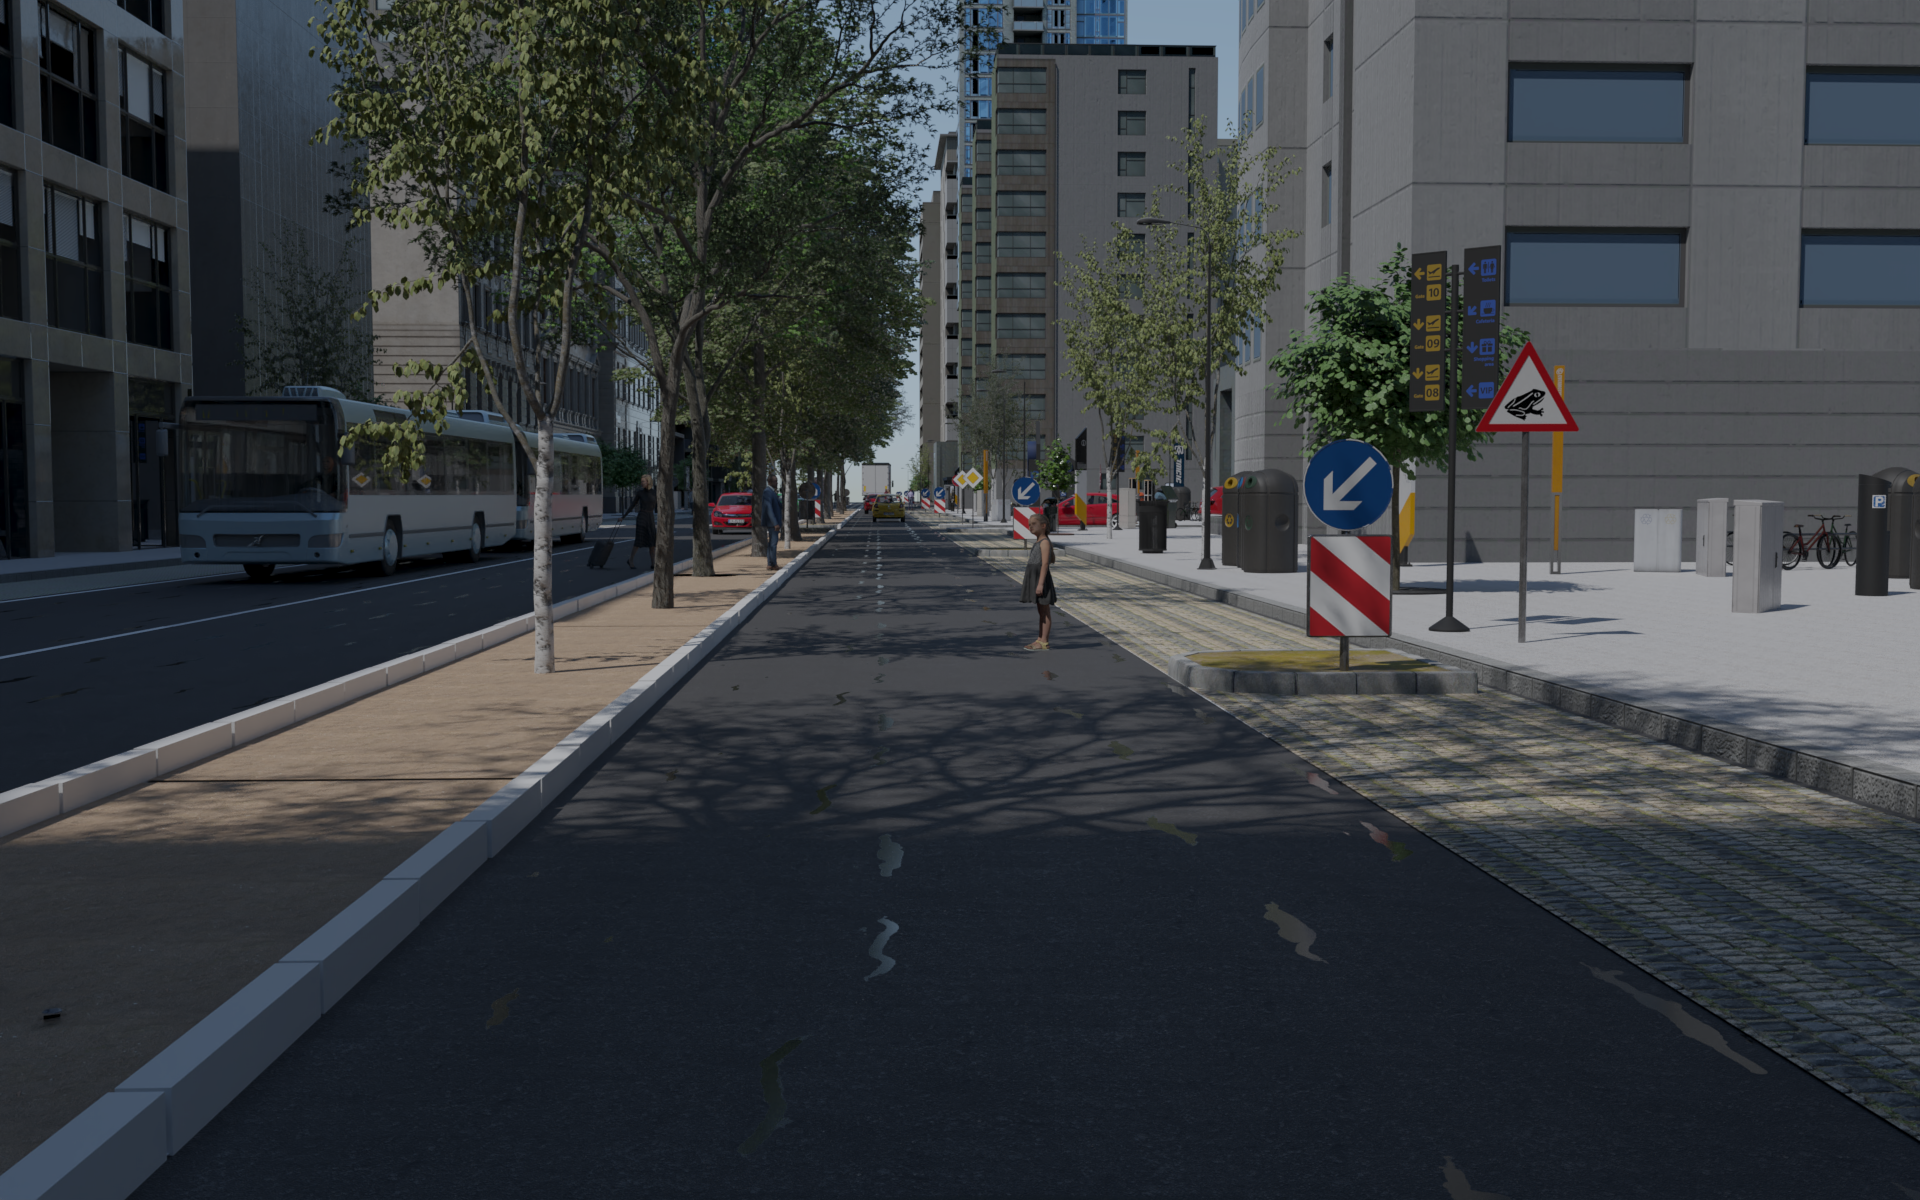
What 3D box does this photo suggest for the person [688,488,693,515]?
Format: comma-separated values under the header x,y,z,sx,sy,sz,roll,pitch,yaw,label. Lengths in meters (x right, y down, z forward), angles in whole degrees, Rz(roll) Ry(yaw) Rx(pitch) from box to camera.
x,y,z,sx,sy,sz,roll,pitch,yaw,label
-17.976,-6.627,116.689,0.795,1.843,0.661,3,4,38,person

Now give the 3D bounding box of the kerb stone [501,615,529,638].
x,y,z,sx,sy,sz,roll,pitch,yaw,label
-4.525,0.291,17.437,0.120,0.150,1.000,0,4,-3,kerb stone

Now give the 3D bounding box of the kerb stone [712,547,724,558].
x,y,z,sx,sy,sz,roll,pitch,yaw,label
-5.601,-1.084,39.980,0.120,0.150,1.000,0,4,-3,kerb stone

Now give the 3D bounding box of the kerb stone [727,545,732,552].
x,y,z,sx,sy,sz,roll,pitch,yaw,label
-5.701,-1.202,42.037,0.120,0.150,1.000,0,4,-3,kerb stone

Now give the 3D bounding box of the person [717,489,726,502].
x,y,z,sx,sy,sz,roll,pitch,yaw,label
-15.767,-6.497,115.077,0.716,1.782,0.532,-2,4,-26,person

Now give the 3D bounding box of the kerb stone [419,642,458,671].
x,y,z,sx,sy,sz,roll,pitch,yaw,label
-4.370,0.483,14.361,0.120,0.150,1.000,0,4,-3,kerb stone

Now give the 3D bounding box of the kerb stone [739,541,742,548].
x,y,z,sx,sy,sz,roll,pitch,yaw,label
-5.847,-1.399,45.120,0.120,0.150,1.000,0,4,-3,kerb stone

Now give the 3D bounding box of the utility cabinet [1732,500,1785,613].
x,y,z,sx,sy,sz,roll,pitch,yaw,label
8.781,-0.482,19.039,0.306,1.237,1.020,3,4,38,utility cabinet

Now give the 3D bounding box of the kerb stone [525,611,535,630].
x,y,z,sx,sy,sz,roll,pitch,yaw,label
-4.570,0.228,18.466,0.120,0.150,1.000,0,4,-3,kerb stone

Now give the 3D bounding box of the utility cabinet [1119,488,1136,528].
x,y,z,sx,sy,sz,roll,pitch,yaw,label
6.223,-3.401,64.277,0.318,1.500,1.173,-1,4,-11,utility cabinet

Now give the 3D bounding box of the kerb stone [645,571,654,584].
x,y,z,sx,sy,sz,roll,pitch,yaw,label
-5.017,-0.336,27.685,0.120,0.150,1.000,0,4,-3,kerb stone

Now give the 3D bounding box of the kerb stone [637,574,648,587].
x,y,z,sx,sy,sz,roll,pitch,yaw,label
-4.963,-0.270,26.657,0.120,0.150,1.000,0,4,-3,kerb stone

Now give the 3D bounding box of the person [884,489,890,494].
x,y,z,sx,sy,sz,roll,pitch,yaw,label
-5.456,-7.441,130.140,0.580,1.828,0.573,1,4,21,person

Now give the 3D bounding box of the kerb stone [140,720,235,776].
x,y,z,sx,sy,sz,roll,pitch,yaw,label
-4.128,0.793,9.229,0.120,0.150,1.000,0,4,-3,kerb stone

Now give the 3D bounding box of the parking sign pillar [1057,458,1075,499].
x,y,z,sx,sy,sz,roll,pitch,yaw,label
5.789,-6.595,96.306,1.447,3.967,1.447,1,4,21,parking sign pillar

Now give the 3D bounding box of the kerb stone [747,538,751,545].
x,y,z,sx,sy,sz,roll,pitch,yaw,label
-5.989,-1.585,48.184,0.120,0.150,1.000,0,4,-3,kerb stone

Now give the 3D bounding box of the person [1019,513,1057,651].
x,y,z,sx,sy,sz,roll,pitch,yaw,label
0.712,-0.167,15.908,0.373,1.253,0.362,-1,4,-11,person

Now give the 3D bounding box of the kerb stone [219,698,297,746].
x,y,z,sx,sy,sz,roll,pitch,yaw,label
-4.172,0.730,10.259,0.120,0.150,1.000,0,4,-3,kerb stone

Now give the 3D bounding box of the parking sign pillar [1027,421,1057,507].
x,y,z,sx,sy,sz,roll,pitch,yaw,label
2.721,-4.581,63.365,1.447,3.967,1.447,0,4,1,parking sign pillar

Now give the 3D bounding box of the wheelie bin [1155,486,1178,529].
x,y,z,sx,sy,sz,roll,pitch,yaw,label
7.666,-3.466,64.585,0.693,1.594,0.980,3,5,44,wheelie bin

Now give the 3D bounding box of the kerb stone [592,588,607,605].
x,y,z,sx,sy,sz,roll,pitch,yaw,label
-4.766,-0.022,22.558,0.120,0.150,1.000,0,4,-3,kerb stone

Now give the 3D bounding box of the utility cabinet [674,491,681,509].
x,y,z,sx,sy,sz,roll,pitch,yaw,label
-23.618,-8.303,144.433,0.318,1.500,1.173,-2,4,-32,utility cabinet

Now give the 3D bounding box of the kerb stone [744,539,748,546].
x,y,z,sx,sy,sz,roll,pitch,yaw,label
-5.943,-1.527,47.162,0.120,0.150,1.000,0,4,-3,kerb stone

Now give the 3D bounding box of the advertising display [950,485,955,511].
x,y,z,sx,sy,sz,roll,pitch,yaw,label
-0.540,-7.516,128.093,0.123,1.923,0.974,-1,4,-15,advertising display

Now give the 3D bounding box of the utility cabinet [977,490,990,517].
x,y,z,sx,sy,sz,roll,pitch,yaw,label
1.308,-5.459,97.931,0.318,1.500,1.173,2,4,23,utility cabinet

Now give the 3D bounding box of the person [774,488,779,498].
x,y,z,sx,sy,sz,roll,pitch,yaw,label
-10.506,-5.470,97.732,0.655,1.846,0.447,1,4,22,person

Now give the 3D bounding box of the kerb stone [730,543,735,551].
x,y,z,sx,sy,sz,roll,pitch,yaw,label
-5.750,-1.276,43.065,0.120,0.150,1.000,0,4,-3,kerb stone

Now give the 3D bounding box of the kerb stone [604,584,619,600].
x,y,z,sx,sy,sz,roll,pitch,yaw,label
-4.815,-0.085,23.586,0.120,0.150,1.000,0,4,-3,kerb stone

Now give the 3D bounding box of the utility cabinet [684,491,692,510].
x,y,z,sx,sy,sz,roll,pitch,yaw,label
-21.141,-7.753,135.444,0.318,1.500,1.173,1,4,21,utility cabinet

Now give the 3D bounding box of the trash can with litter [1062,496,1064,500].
x,y,z,sx,sy,sz,roll,pitch,yaw,label
4.879,-4.730,88.728,0.624,1.170,1.055,-3,4,-36,trash can with litter

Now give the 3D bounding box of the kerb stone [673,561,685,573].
x,y,z,sx,sy,sz,roll,pitch,yaw,label
-5.216,-0.585,31.781,0.120,0.150,1.000,0,4,-3,kerb stone

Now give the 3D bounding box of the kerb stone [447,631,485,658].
x,y,z,sx,sy,sz,roll,pitch,yaw,label
-4.421,0.416,15.392,0.120,0.150,1.000,0,4,-3,kerb stone

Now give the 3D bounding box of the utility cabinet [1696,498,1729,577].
x,y,z,sx,sy,sz,roll,pitch,yaw,label
11.806,-0.983,27.227,0.306,1.237,1.020,1,4,14,utility cabinet

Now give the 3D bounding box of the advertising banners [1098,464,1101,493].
x,y,z,sx,sy,sz,roll,pitch,yaw,label
8.096,-6.389,100.645,0.090,3.025,2.074,0,4,1,advertising banners

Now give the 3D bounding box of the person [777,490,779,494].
x,y,z,sx,sy,sz,roll,pitch,yaw,label
-15.276,-8.304,144.692,0.534,1.772,0.576,-1,4,-19,person

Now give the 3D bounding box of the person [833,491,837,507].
x,y,z,sx,sy,sz,roll,pitch,yaw,label
-13.550,-11.046,189.198,1.348,1.812,0.705,-2,4,-24,person

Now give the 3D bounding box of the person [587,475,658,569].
x,y,z,sx,sy,sz,roll,pitch,yaw,label
-6.358,-1.503,33.285,1.509,1.804,0.699,1,4,22,person

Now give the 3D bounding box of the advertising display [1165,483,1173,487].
x,y,z,sx,sy,sz,roll,pitch,yaw,label
12.003,-5.637,97.385,0.974,1.923,0.123,1,4,18,advertising display

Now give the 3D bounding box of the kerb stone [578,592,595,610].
x,y,z,sx,sy,sz,roll,pitch,yaw,label
-4.716,0.040,21.537,0.120,0.150,1.000,0,4,-3,kerb stone

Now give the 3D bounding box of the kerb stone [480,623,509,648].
x,y,z,sx,sy,sz,roll,pitch,yaw,label
-4.466,0.356,16.413,0.120,0.150,1.000,0,4,-3,kerb stone

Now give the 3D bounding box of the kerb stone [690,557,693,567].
x,y,z,sx,sy,sz,roll,pitch,yaw,label
-5.306,-0.711,33.823,0.120,0.150,1.000,0,4,-3,kerb stone

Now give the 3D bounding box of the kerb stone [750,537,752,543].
x,y,z,sx,sy,sz,roll,pitch,yaw,label
-6.044,-1.652,49.204,0.120,0.150,1.000,0,4,-3,kerb stone

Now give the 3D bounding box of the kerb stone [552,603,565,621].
x,y,z,sx,sy,sz,roll,pitch,yaw,label
-4.622,0.166,19.487,0.120,0.150,1.000,0,4,-3,kerb stone

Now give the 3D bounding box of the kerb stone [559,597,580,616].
x,y,z,sx,sy,sz,roll,pitch,yaw,label
-4.680,0.103,20.515,0.120,0.150,1.000,0,4,-3,kerb stone

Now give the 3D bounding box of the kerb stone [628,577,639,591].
x,y,z,sx,sy,sz,roll,pitch,yaw,label
-4.916,-0.205,25.628,0.120,0.150,1.000,0,4,-3,kerb stone

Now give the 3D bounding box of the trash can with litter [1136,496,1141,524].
x,y,z,sx,sy,sz,roll,pitch,yaw,label
7.147,-3.879,74.487,2.233,1.210,1.678,1,4,19,trash can with litter

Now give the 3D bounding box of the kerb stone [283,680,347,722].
x,y,z,sx,sy,sz,roll,pitch,yaw,label
-4.225,0.667,11.285,0.120,0.150,1.000,0,4,-3,kerb stone

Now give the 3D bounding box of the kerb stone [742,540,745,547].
x,y,z,sx,sy,sz,roll,pitch,yaw,label
-5.896,-1.465,46.141,0.120,0.150,1.000,0,4,-3,kerb stone

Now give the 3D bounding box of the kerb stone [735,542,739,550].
x,y,z,sx,sy,sz,roll,pitch,yaw,label
-5.800,-1.336,44.086,0.120,0.150,1.000,0,4,-3,kerb stone

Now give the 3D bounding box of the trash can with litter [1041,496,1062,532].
x,y,z,sx,sy,sz,roll,pitch,yaw,label
2.989,-2.916,59.071,0.624,1.170,1.055,-1,4,-8,trash can with litter

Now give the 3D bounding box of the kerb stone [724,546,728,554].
x,y,z,sx,sy,sz,roll,pitch,yaw,label
-5.654,-1.150,41.006,0.120,0.150,1.000,0,4,-3,kerb stone

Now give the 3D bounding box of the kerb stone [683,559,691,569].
x,y,z,sx,sy,sz,roll,pitch,yaw,label
-5.258,-0.649,32.802,0.120,0.150,1.000,0,4,-3,kerb stone

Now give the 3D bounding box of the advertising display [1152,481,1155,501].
x,y,z,sx,sy,sz,roll,pitch,yaw,label
9.911,-5.110,88.755,0.123,1.923,0.974,0,4,8,advertising display

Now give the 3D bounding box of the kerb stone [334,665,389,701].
x,y,z,sx,sy,sz,roll,pitch,yaw,label
-4.282,0.604,12.314,0.120,0.150,1.000,0,4,-3,kerb stone

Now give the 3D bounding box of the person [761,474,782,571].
x,y,z,sx,sy,sz,roll,pitch,yaw,label
-3.518,-1.455,32.476,0.419,1.800,0.721,-1,4,-9,person

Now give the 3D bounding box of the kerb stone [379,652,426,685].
x,y,z,sx,sy,sz,roll,pitch,yaw,label
-4.325,0.542,13.336,0.120,0.150,1.000,0,4,-3,kerb stone

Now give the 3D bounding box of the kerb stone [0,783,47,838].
x,y,z,sx,sy,sz,roll,pitch,yaw,label
-4.035,0.918,7.187,0.120,0.150,1.000,0,4,-3,kerb stone

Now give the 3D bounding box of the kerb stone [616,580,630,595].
x,y,z,sx,sy,sz,roll,pitch,yaw,label
-4.855,-0.148,24.607,0.120,0.150,1.000,0,4,-3,kerb stone

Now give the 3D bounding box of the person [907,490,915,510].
x,y,z,sx,sy,sz,roll,pitch,yaw,label
-4.255,-8.793,152.127,0.709,1.838,0.599,2,4,27,person

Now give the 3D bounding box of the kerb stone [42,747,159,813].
x,y,z,sx,sy,sz,roll,pitch,yaw,label
-4.078,0.859,8.208,0.120,0.150,1.000,0,4,-3,kerb stone
